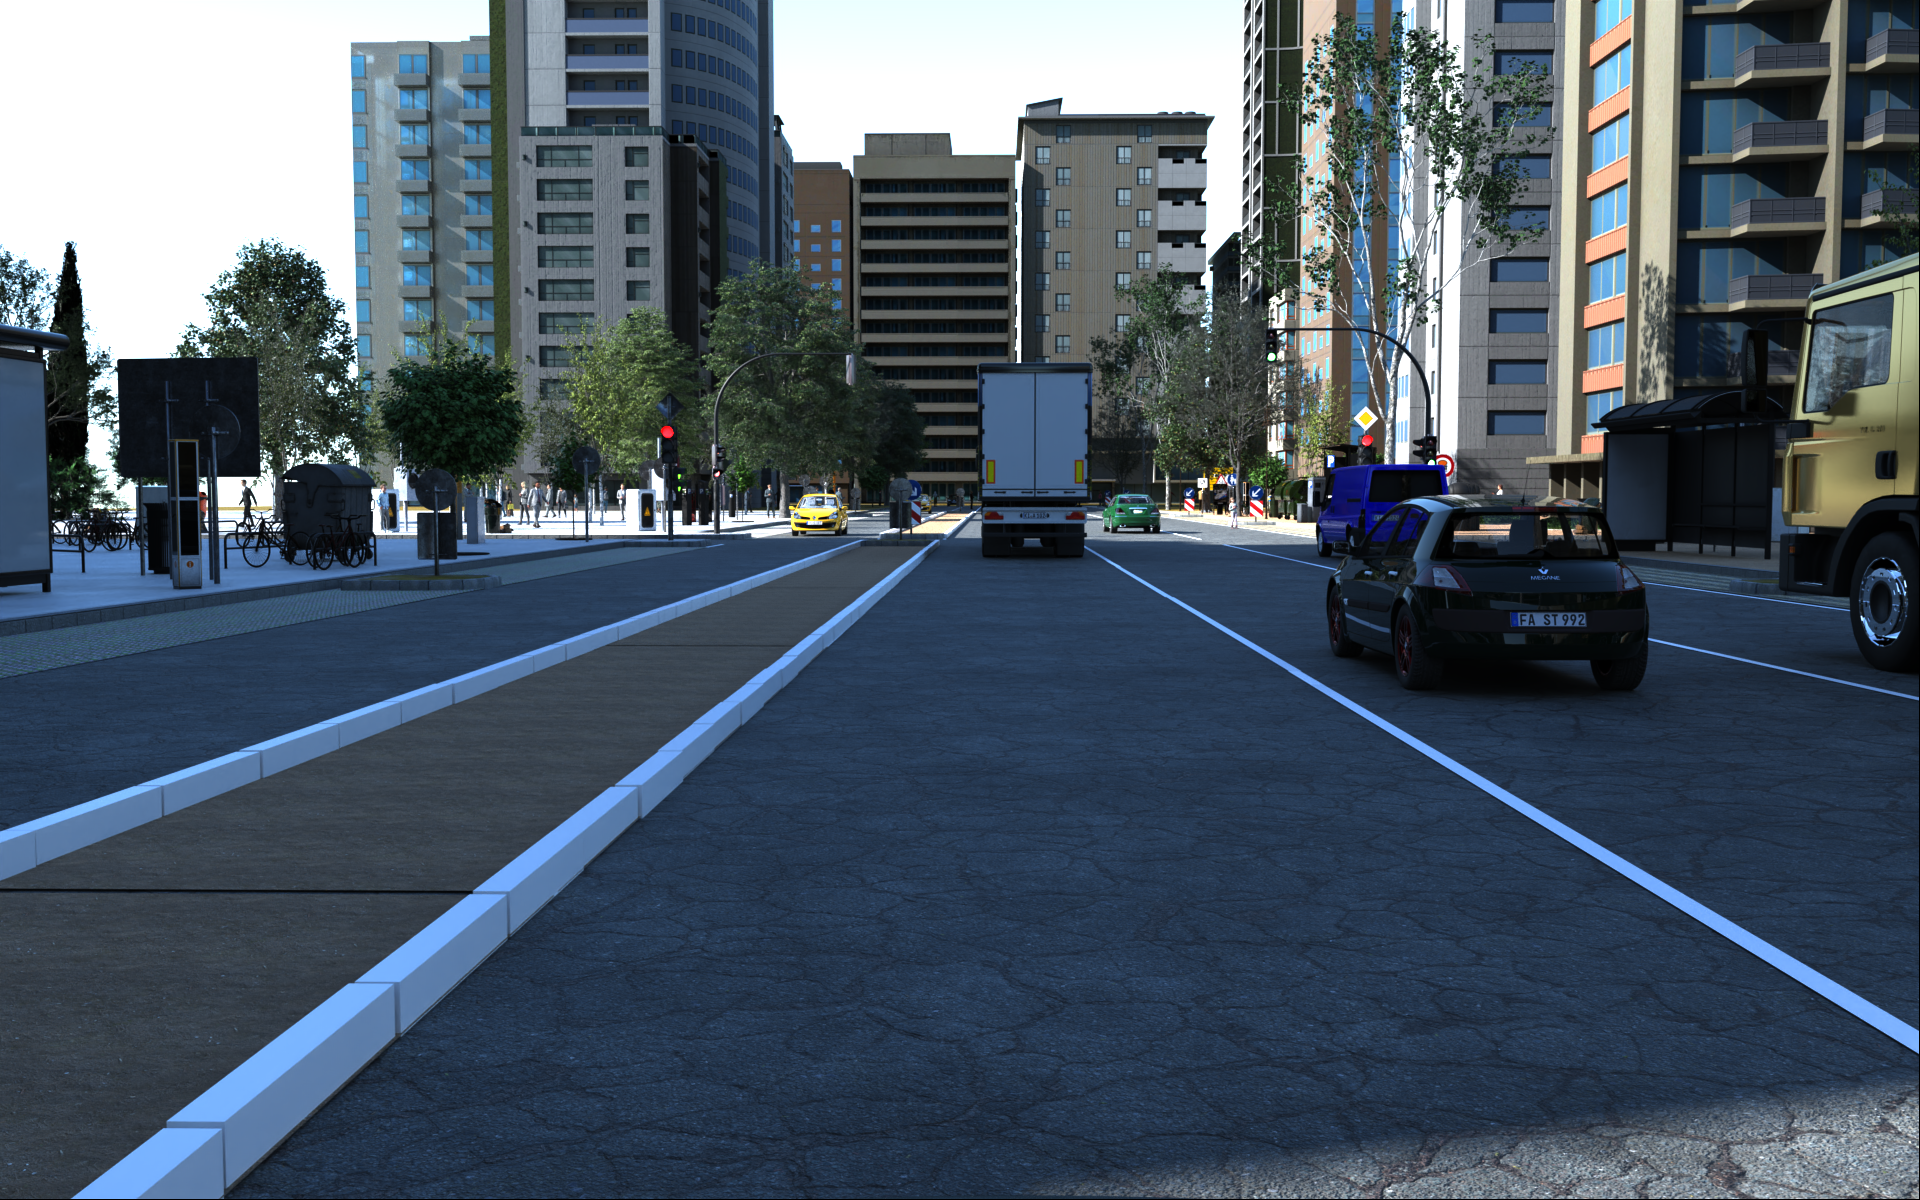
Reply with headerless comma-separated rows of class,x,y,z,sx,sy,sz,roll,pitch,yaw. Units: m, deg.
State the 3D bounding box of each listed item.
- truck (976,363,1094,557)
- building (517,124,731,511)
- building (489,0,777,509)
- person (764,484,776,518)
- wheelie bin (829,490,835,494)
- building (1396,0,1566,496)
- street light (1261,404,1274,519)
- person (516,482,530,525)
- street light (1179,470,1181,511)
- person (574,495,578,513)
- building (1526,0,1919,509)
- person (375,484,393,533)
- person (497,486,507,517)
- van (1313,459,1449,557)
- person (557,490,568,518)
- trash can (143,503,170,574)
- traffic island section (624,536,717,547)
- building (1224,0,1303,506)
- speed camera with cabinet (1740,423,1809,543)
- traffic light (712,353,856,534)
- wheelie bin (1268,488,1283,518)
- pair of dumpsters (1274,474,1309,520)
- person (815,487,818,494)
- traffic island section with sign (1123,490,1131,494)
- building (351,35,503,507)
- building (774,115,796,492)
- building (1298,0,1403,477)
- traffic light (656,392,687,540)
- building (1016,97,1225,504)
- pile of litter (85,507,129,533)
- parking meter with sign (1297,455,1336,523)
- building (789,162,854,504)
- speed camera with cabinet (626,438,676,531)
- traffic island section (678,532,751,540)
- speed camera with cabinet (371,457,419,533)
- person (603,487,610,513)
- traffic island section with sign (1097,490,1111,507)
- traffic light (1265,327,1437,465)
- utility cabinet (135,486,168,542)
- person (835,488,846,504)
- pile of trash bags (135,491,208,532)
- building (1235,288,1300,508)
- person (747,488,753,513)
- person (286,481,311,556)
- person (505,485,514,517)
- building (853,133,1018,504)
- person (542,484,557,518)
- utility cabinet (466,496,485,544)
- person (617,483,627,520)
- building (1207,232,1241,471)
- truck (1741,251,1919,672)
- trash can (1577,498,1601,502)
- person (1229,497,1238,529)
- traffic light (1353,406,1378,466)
truck,1.735,-3.282,42.566,2.839,4.237,11.283,0,4,1
building,-26.578,-22.474,139.147,14.160,30.474,14.107,0,4,1
building,-29.373,-37.805,160.107,21.231,58.520,28.212,0,4,1
person,-9.926,-5.182,90.950,0.661,1.801,0.590,-2,4,-29
wheelie bin,-9.491,-7.250,126.452,0.980,1.594,0.693,2,4,26
building,40.278,-35.044,114.974,21.231,58.520,28.212,0,4,1
street light,15.725,-7.091,88.733,0.468,5.910,1.993,0,4,1
person,-18.093,-4.012,71.814,0.526,1.800,0.537,-3,4,-38
street light,16.579,-9.625,130.153,0.468,5.910,1.993,0,4,1
person,-26.601,-6.674,119.848,0.332,1.250,0.352,-1,4,-14
building,41.049,-25.806,76.552,28.867,44.769,22.147,0,4,1
person,-18.941,-3.002,56.935,0.330,1.601,0.589,3,4,36
person,-25.073,-5.407,94.432,0.713,1.824,0.794,0,4,-2
van,9.123,-2.043,37.789,2.240,2.365,5.245,0,4,1
person,-20.974,-5.219,91.551,0.709,1.800,0.728,1,4,18
trash can,-12.790,-0.998,27.973,0.748,1.137,0.748,0,3,0
traffic island section,-8.031,-1.572,47.978,2.009,0.180,2.903,0,4,1
building,39.249,-45.561,183.172,20.563,71.187,20.611,0,4,1
speed camera with cabinet,21.612,-3.177,46.279,0.660,3.252,2.038,-2,4,-34
traffic light,-5.734,-4.963,55.818,4.771,5.953,1.251,0,4,1
wheelie bin,17.280,-5.284,94.309,0.980,1.594,0.693,-1,4,-17
pair of dumpsters,16.848,-5.141,86.556,1.574,2.255,4.437,0,4,1
person,-10.965,-7.667,131.245,0.795,1.843,0.661,1,4,19
traffic island section with sign,15.086,-9.142,158.103,1.989,1.847,2.006,0,4,1
building,-47.868,-34.534,184.234,30.456,49.044,23.786,0,4,1
building,-25.390,-30.910,188.966,14.086,41.232,14.154,0,4,1
building,35.261,-29.823,137.711,14.600,45.320,14.200,0,4,1
traffic light,-7.992,-3.604,47.843,0.839,4.253,0.868,0,4,1
building,21.521,-39.721,238.678,27.495,52.752,28.713,0,4,1
pile of litter,-28.475,-2.659,57.444,1.719,0.858,1.176,1,4,10
parking meter with sign,15.901,-4.961,77.373,1.738,3.016,0.543,-2,4,-24
building,-21.311,-35.622,232.526,14.200,45.320,14.600,0,4,1
speed camera with cabinet,-10.746,-4.034,60.290,0.660,3.252,2.038,2,4,29
traffic island section,-7.867,-2.060,55.962,2.009,0.180,2.903,0,4,1
speed camera with cabinet,-19.103,-3.921,58.443,0.660,3.252,2.038,1,4,20
person,-23.698,-6.683,115.649,0.623,1.781,0.721,0,4,-4
traffic island section with sign,15.641,-10.791,185.053,1.989,1.847,2.006,0,4,1
traffic light,10.672,-4.444,47.335,4.771,5.953,1.251,0,4,1
utility cabinet,-21.321,-2.295,46.202,1.173,1.500,0.318,-1,4,-21
person,-6.844,-5.539,99.232,0.590,1.801,0.661,-3,5,-40
pile of trash bags,-25.610,-2.882,56.870,1.912,1.369,3.447,0,3,0
building,41.362,-19.253,159.827,27.650,21.520,28.899,0,4,1
person,-14.617,-6.988,120.097,0.655,1.846,0.447,-2,4,-32
person,-13.812,-1.839,36.216,0.767,1.812,0.694,-1,4,-18
person,-25.690,-5.662,98.839,0.699,1.804,1.509,0,4,-3
building,-3.100,-37.415,235.441,21.600,48.544,21.300,0,4,1
person,-22.429,-5.407,94.546,0.767,1.812,0.694,-1,4,-12
utility cabinet,-12.587,-2.069,44.991,0.306,1.237,1.020,0,4,-5
person,-16.365,-4.765,84.157,0.606,1.804,0.583,-1,4,-12
building,47.732,-33.542,240.285,23.993,40.220,32.217,0,4,1
truck,8.672,-0.972,11.816,3.469,3.379,9.791,0,3,0
trash can,20.793,-2.793,57.321,0.748,1.137,0.748,0,3,0
person,11.409,-3.623,72.011,0.425,1.301,0.394,-2,4,-35
traffic light,12.930,-4.067,55.417,0.839,4.253,0.868,0,4,1
